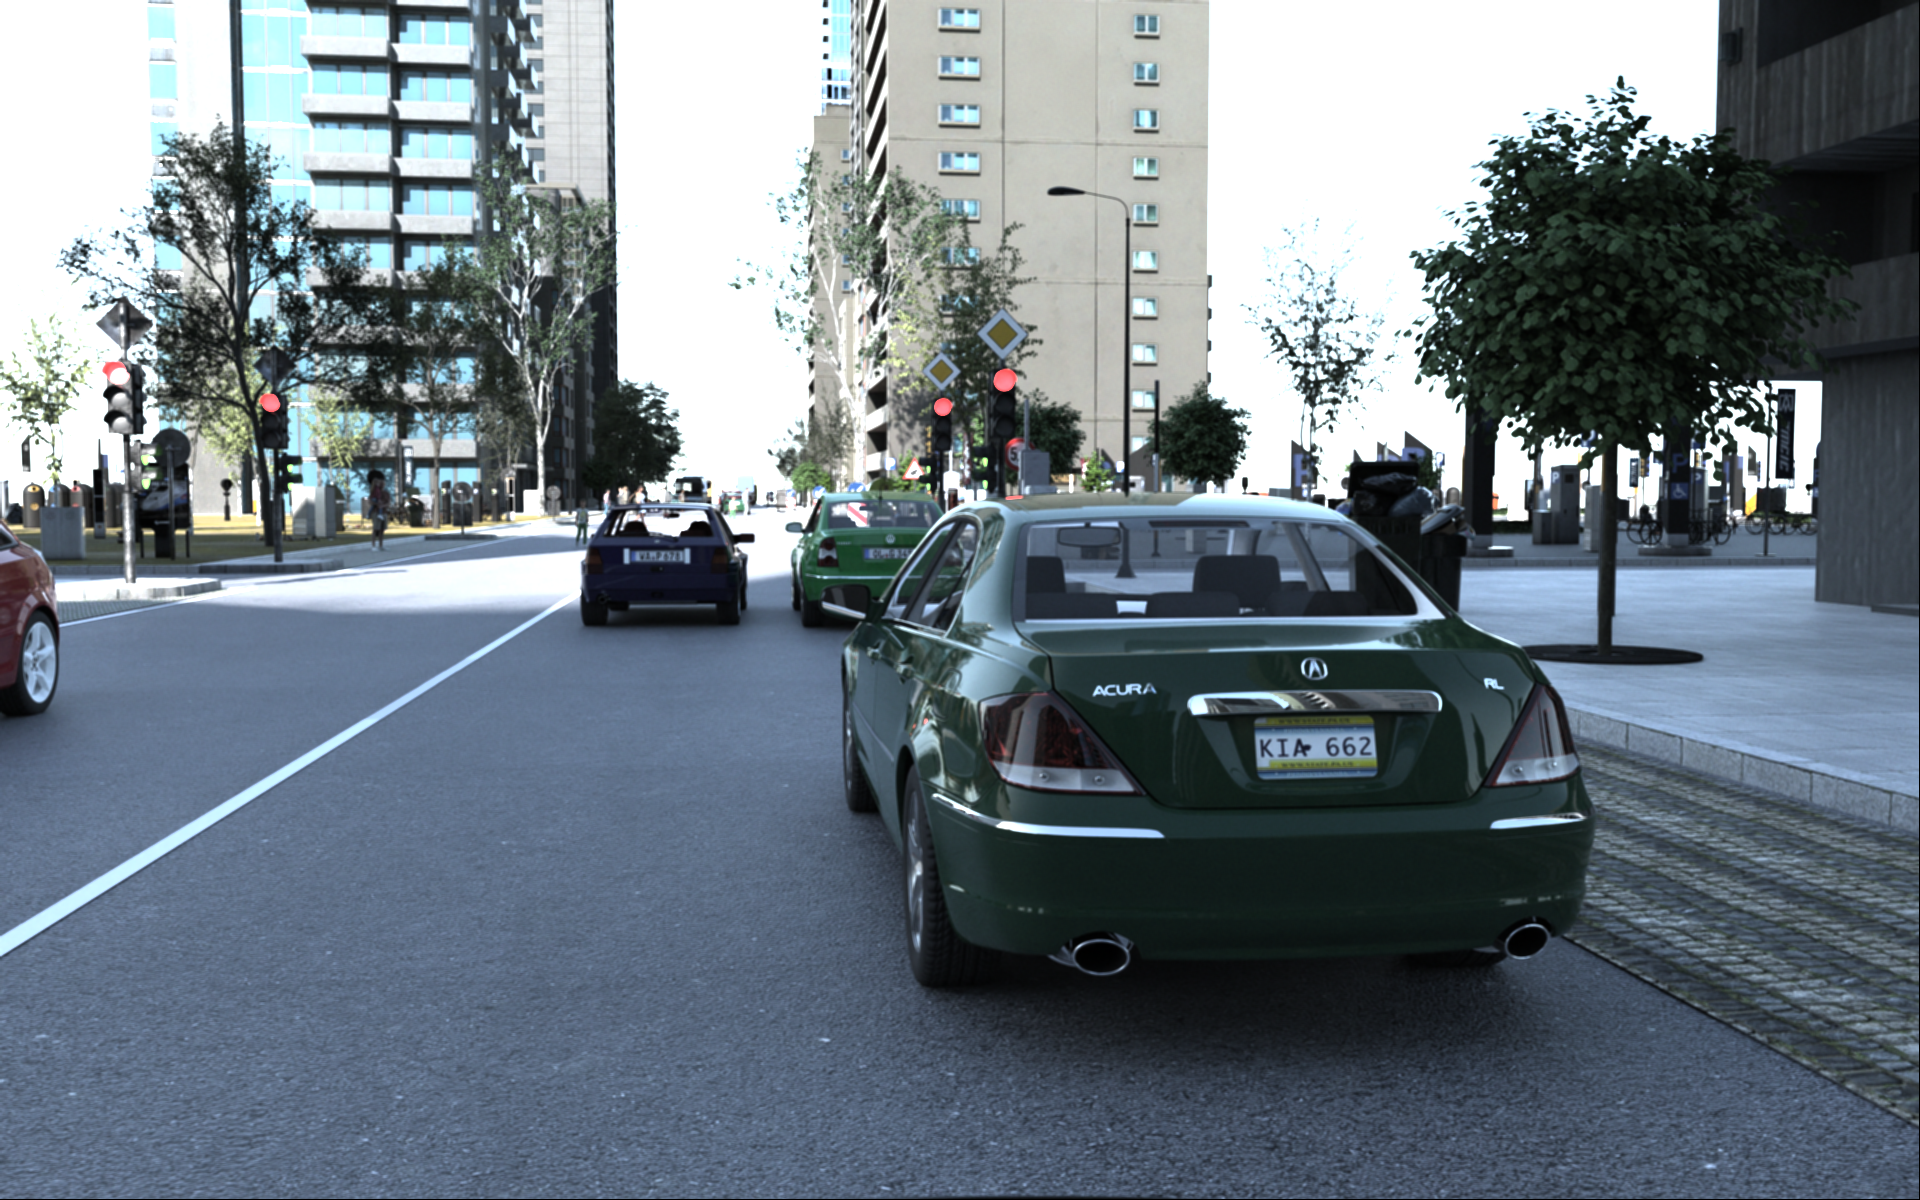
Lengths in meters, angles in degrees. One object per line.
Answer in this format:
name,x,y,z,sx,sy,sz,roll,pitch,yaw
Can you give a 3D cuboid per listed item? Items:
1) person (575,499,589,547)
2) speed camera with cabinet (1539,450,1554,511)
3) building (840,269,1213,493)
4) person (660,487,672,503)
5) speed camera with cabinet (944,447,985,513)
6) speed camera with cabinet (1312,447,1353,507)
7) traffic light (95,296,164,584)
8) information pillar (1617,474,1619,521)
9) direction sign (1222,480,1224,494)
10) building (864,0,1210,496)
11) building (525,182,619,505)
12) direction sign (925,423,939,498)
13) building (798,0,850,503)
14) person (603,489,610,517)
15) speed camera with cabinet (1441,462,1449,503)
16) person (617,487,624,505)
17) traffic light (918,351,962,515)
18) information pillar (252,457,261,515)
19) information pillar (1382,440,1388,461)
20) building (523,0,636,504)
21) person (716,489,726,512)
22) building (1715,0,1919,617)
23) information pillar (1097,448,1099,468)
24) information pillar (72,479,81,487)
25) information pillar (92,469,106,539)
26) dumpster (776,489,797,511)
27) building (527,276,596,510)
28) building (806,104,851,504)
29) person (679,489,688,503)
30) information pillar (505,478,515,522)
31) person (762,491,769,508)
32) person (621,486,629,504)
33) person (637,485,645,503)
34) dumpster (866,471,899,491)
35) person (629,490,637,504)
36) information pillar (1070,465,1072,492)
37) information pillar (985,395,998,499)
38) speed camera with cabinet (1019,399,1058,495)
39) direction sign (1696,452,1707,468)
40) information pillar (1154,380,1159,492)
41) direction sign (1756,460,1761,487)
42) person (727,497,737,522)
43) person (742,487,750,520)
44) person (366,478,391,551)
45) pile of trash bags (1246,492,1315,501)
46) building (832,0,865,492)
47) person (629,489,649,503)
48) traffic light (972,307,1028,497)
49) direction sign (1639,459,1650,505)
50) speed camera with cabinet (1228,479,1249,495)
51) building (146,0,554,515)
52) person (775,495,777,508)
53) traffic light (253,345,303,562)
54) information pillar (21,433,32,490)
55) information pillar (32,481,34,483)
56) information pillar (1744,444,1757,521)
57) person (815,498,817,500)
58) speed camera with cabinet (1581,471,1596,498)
person,-10.205,-2.079,46.741,0.306,1.304,0.590,-2,4,-35
speed camera with cabinet,26.027,-5.084,77.452,0.660,3.252,2.038,0,4,-1
building,4.326,-18.592,149.016,27.650,21.520,28.899,0,4,-7
person,-16.630,-5.465,97.954,0.679,1.850,0.850,-1,4,-18
speed camera with cabinet,0.236,-4.777,72.442,2.038,3.252,0.660,-1,4,-15
speed camera with cabinet,15.715,-4.790,72.650,2.038,3.252,0.660,3,5,40
traffic light,-11.848,-2.186,24.661,0.839,4.253,0.868,0,4,-7
information pillar,24.290,-3.667,64.452,0.304,2.012,0.304,0,4,4
direction sign,8.696,-3.990,57.238,0.379,3.537,0.876,1,4,19
building,4.653,-30.474,121.947,21.300,48.544,21.600,0,4,-7
building,-56.115,-31.217,202.278,32.217,40.220,23.993,0,4,-7
direction sign,-0.848,-3.854,55.008,0.379,3.537,0.876,-2,4,-35
building,-12.103,-57.451,251.995,22.319,86.520,31.000,0,4,-7
person,-21.937,-6.003,107.485,0.643,1.720,0.563,-2,4,-35
speed camera with cabinet,30.116,-6.962,108.167,0.660,3.252,2.038,1,4,12
person,-19.582,-5.617,100.309,0.822,1.834,0.622,-3,4,-37
traffic light,-0.387,-2.767,34.167,0.839,4.253,0.868,0,4,-7
information pillar,-42.389,-6.915,104.408,0.504,3.616,0.183,-3,5,-40
information pillar,18.469,-5.135,75.317,0.183,3.616,0.504,2,4,34
building,-52.876,-48.069,224.177,20.563,71.187,20.611,0,4,-7
person,-18.593,-7.754,135.266,0.705,1.826,1.348,1,4,23
building,15.870,-15.036,17.534,14.160,30.474,14.107,0,4,-7
information pillar,6.965,-5.879,87.476,0.183,3.616,0.504,1,4,8
information pillar,-43.548,-4.949,85.409,0.304,2.012,0.304,0,4,-8
information pillar,-24.848,-2.783,49.996,0.304,2.012,0.304,-1,4,-22
dumpster,-15.059,-8.674,150.037,1.865,1.857,1.264,0,4,-8
building,-47.052,-18.670,150.293,27.650,21.520,28.899,0,4,-7
building,-7.720,-36.040,212.961,21.300,48.544,21.600,0,4,-7
person,-21.994,-7.893,137.559,0.705,1.824,1.348,1,4,19
information pillar,-20.845,-4.633,80.242,0.304,2.012,0.304,-2,4,-35
person,-20.199,-10.467,180.160,0.750,1.759,0.617,0,4,-1
person,-14.344,-3.980,74.114,0.362,1.759,0.519,0,4,2
person,-14.033,-4.115,75.866,0.778,1.811,0.616,1,4,8
dumpster,-3.227,-4.346,73.545,1.502,2.255,1.985,0,4,-7
person,-22.529,-6.805,120.486,0.721,1.735,1.217,3,5,43
information pillar,4.709,-5.020,73.430,0.183,3.616,0.504,0,4,1
information pillar,0.788,-3.035,40.977,0.504,3.616,0.183,-3,5,-39
speed camera with cabinet,1.612,-2.513,35.431,0.660,3.252,2.038,0,4,-3
direction sign,39.659,-6.169,92.858,0.876,3.537,0.379,-1,4,-23
information pillar,4.027,-2.699,35.491,0.183,3.616,0.504,0,4,6
direction sign,53.604,-7.619,116.572,0.379,3.537,0.876,-1,4,-11
person,-11.807,-4.711,89.773,0.590,1.304,0.306,2,4,35
person,-11.661,-5.256,94.542,0.391,1.810,0.635,0,4,2
person,-14.599,-2.141,43.476,0.573,1.828,0.580,0,4,-5
pile of trash bags,13.342,-3.749,71.053,1.912,1.369,3.447,-2,4,-32
building,-2.232,-44.852,171.579,20.563,71.187,20.611,0,4,-7
person,-20.343,-6.191,109.810,1.348,1.812,0.705,0,4,4
traffic light,0.613,-2.283,26.245,0.839,4.253,0.868,0,4,-7
direction sign,32.205,-5.473,81.479,0.876,3.537,0.379,-3,4,-38
speed camera with cabinet,16.859,-6.790,105.345,0.660,3.252,2.038,-2,4,-23
building,-41.576,-30.622,120.286,23.786,49.044,30.456,0,4,-7
person,-18.692,-10.298,177.816,0.756,1.711,0.436,-3,4,-37
traffic light,-12.848,-2.670,32.583,0.839,4.253,0.868,0,4,-7
information pillar,-36.068,-4.624,66.953,0.504,3.616,0.183,2,4,26
information pillar,-50.905,-5.534,94.971,0.304,2.012,0.304,-2,4,-29
information pillar,37.038,-5.488,81.079,0.183,3.616,0.504,-2,4,-26
person,-8.079,-5.189,97.610,0.475,1.303,0.640,-2,4,-24
speed camera with cabinet,33.173,-6.055,93.337,2.038,3.252,0.660,3,5,41
